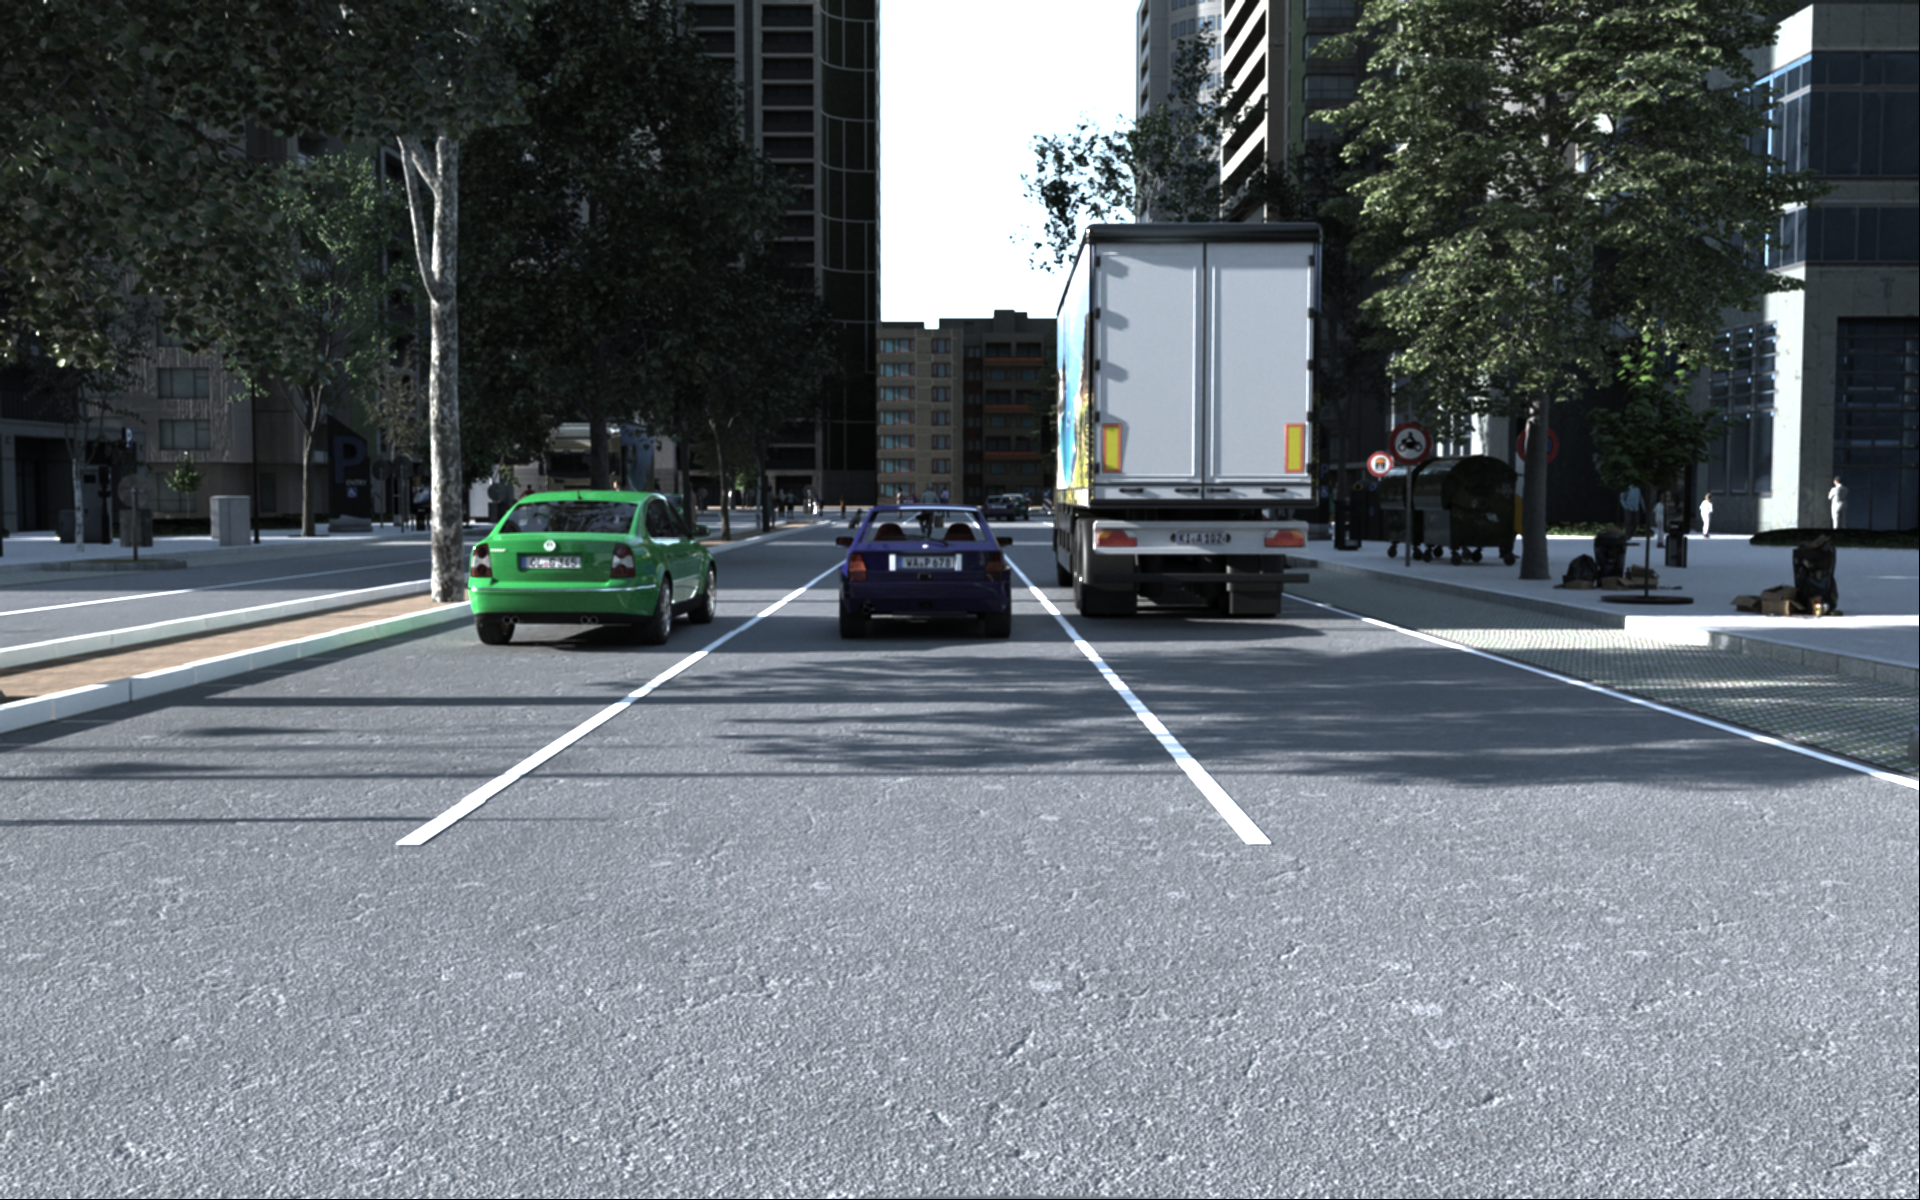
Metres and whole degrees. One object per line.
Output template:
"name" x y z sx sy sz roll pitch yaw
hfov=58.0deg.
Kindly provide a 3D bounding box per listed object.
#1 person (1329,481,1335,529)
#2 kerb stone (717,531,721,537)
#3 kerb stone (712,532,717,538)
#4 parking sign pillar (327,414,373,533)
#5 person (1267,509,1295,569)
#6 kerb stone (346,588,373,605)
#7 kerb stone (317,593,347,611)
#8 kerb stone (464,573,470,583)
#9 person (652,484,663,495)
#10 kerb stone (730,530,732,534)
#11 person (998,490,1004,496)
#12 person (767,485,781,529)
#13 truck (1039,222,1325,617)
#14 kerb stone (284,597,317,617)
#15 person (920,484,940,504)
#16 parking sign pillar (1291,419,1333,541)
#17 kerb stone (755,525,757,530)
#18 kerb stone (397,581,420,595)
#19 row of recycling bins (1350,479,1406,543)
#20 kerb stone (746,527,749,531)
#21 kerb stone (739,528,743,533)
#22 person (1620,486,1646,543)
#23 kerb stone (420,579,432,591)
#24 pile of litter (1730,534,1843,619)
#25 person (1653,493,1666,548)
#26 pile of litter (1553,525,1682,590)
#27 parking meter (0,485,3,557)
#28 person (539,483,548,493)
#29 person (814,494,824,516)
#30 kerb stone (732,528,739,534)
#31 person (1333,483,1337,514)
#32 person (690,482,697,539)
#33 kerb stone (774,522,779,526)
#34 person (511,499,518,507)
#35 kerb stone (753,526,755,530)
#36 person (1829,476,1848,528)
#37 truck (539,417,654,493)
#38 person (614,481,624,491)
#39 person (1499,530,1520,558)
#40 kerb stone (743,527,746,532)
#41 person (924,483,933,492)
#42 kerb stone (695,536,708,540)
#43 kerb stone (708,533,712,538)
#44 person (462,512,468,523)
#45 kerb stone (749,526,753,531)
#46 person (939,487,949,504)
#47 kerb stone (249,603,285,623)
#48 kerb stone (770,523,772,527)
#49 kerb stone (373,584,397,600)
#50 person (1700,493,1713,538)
"person" 13.319 -3.450 62.693 0.600 1.795 0.529 -1 4 -22
"kerb stone" -8.155 -2.158 57.551 0.120 0.150 1.000 0 4 0
"kerb stone" -8.155 -2.100 56.529 0.120 0.150 1.000 0 4 0
"parking sign pillar" -20.584 -4.275 58.376 1.447 3.967 1.447 -3 5 -39
"person" 6.097 -1.479 32.785 0.850 1.850 0.679 -3 5 -44
"kerb stone" -7.941 -0.029 22.667 0.120 0.150 1.000 0 4 0
"kerb stone" -7.933 0.036 21.645 0.120 0.150 1.000 0 4 0
"kerb stone" -7.966 -0.340 27.780 0.120 0.150 1.000 0 4 0
"person" -10.365 -3.079 59.119 0.678 1.792 0.850 0 4 7
"kerb stone" -8.181 -2.347 60.622 0.120 0.150 1.000 0 4 0
"person" 3.283 -7.769 136.076 0.990 1.755 0.434 0 4 3
"person" -7.542 -3.739 69.987 0.716 1.782 0.532 3 5 43
"truck" 2.622 -2.117 23.528 2.839 4.237 11.283 0 4 1
"kerb stone" -7.930 0.096 20.623 0.120 0.150 1.000 0 4 0
"person" -0.916 -2.854 55.653 0.782 1.767 0.515 -1 4 -18
"parking sign pillar" 9.710 -3.665 48.388 1.447 3.967 1.447 -2 4 -35
"kerb stone" -8.240 -2.851 68.810 0.120 0.150 1.000 0 4 0
"kerb stone" -7.954 -0.153 24.713 0.120 0.150 1.000 0 4 0
"row of recycling bins" 11.748 -2.458 47.309 1.069 1.692 3.534 -1 4 -15
"kerb stone" -8.208 -2.662 65.740 0.120 0.150 1.000 0 4 0
"kerb stone" -8.190 -2.538 63.696 0.120 0.150 1.000 0 4 0
"person" 17.690 -2.421 45.648 0.660 1.820 0.620 -1 4 -17
"kerb stone" -7.954 -0.211 25.736 0.120 0.150 1.000 0 4 0
"pile of litter" 8.925 -0.287 18.651 1.176 0.858 1.719 3 4 39
"person" 16.743 -1.894 41.295 0.394 1.301 0.425 -3 5 -43
"pile of litter" 8.950 -0.583 23.502 1.719 0.858 1.176 1 4 16
"parking meter" -19.770 -1.647 35.344 0.372 1.533 0.369 0 3 0
"person" -12.620 -2.661 52.488 0.782 1.767 0.515 2 4 23
"person" -9.075 -6.114 111.702 0.697 1.427 0.421 -2 4 -28
"kerb stone" -8.194 -2.476 62.674 0.120 0.150 1.000 0 4 0
"person" 14.615 -3.722 67.244 0.599 1.781 0.374 0 4 7
"person" -7.730 -2.492 49.583 0.374 1.781 0.599 1 4 14
"kerb stone" -8.275 -3.354 77.029 0.120 0.150 1.000 0 4 0
"person" -12.037 -2.086 46.886 0.640 1.303 0.475 -3 4 -37
"kerb stone" -8.225 -2.789 67.787 0.120 0.150 1.000 0 4 0
"person" 25.692 -2.722 50.724 0.511 1.800 0.466 -2 4 -23
"truck" -13.502 -4.667 65.219 2.839 4.237 11.283 0 4 -2
"person" -9.937 -2.573 50.590 0.581 1.822 0.654 2 4 30
"person" 10.964 -1.736 34.602 0.473 1.802 0.592 3 5 45
"kerb stone" -8.207 -2.601 64.718 0.120 0.150 1.000 0 4 0
"person" -1.370 -4.002 73.288 0.474 1.900 0.648 -1 4 -16
"kerb stone" -8.140 -1.975 54.484 0.120 0.150 1.000 0 4 0
"kerb stone" -8.147 -2.037 55.507 0.120 0.150 1.000 0 4 0
"person" -16.064 -2.842 55.093 0.853 1.813 0.709 -1 4 -22
"kerb stone" -8.211 -2.726 66.762 0.120 0.150 1.000 0 4 0
"person" -0.971 -5.872 104.378 0.709 1.838 0.599 -3 4 -36
"kerb stone" -7.919 0.160 19.598 0.120 0.150 1.000 0 4 0
"kerb stone" -8.264 -3.165 73.939 0.120 0.150 1.000 0 4 0
"kerb stone" -7.951 -0.090 23.690 0.120 0.150 1.000 0 4 0
"person" 21.922 -2.476 50.803 0.394 1.301 0.425 -3 4 -38
